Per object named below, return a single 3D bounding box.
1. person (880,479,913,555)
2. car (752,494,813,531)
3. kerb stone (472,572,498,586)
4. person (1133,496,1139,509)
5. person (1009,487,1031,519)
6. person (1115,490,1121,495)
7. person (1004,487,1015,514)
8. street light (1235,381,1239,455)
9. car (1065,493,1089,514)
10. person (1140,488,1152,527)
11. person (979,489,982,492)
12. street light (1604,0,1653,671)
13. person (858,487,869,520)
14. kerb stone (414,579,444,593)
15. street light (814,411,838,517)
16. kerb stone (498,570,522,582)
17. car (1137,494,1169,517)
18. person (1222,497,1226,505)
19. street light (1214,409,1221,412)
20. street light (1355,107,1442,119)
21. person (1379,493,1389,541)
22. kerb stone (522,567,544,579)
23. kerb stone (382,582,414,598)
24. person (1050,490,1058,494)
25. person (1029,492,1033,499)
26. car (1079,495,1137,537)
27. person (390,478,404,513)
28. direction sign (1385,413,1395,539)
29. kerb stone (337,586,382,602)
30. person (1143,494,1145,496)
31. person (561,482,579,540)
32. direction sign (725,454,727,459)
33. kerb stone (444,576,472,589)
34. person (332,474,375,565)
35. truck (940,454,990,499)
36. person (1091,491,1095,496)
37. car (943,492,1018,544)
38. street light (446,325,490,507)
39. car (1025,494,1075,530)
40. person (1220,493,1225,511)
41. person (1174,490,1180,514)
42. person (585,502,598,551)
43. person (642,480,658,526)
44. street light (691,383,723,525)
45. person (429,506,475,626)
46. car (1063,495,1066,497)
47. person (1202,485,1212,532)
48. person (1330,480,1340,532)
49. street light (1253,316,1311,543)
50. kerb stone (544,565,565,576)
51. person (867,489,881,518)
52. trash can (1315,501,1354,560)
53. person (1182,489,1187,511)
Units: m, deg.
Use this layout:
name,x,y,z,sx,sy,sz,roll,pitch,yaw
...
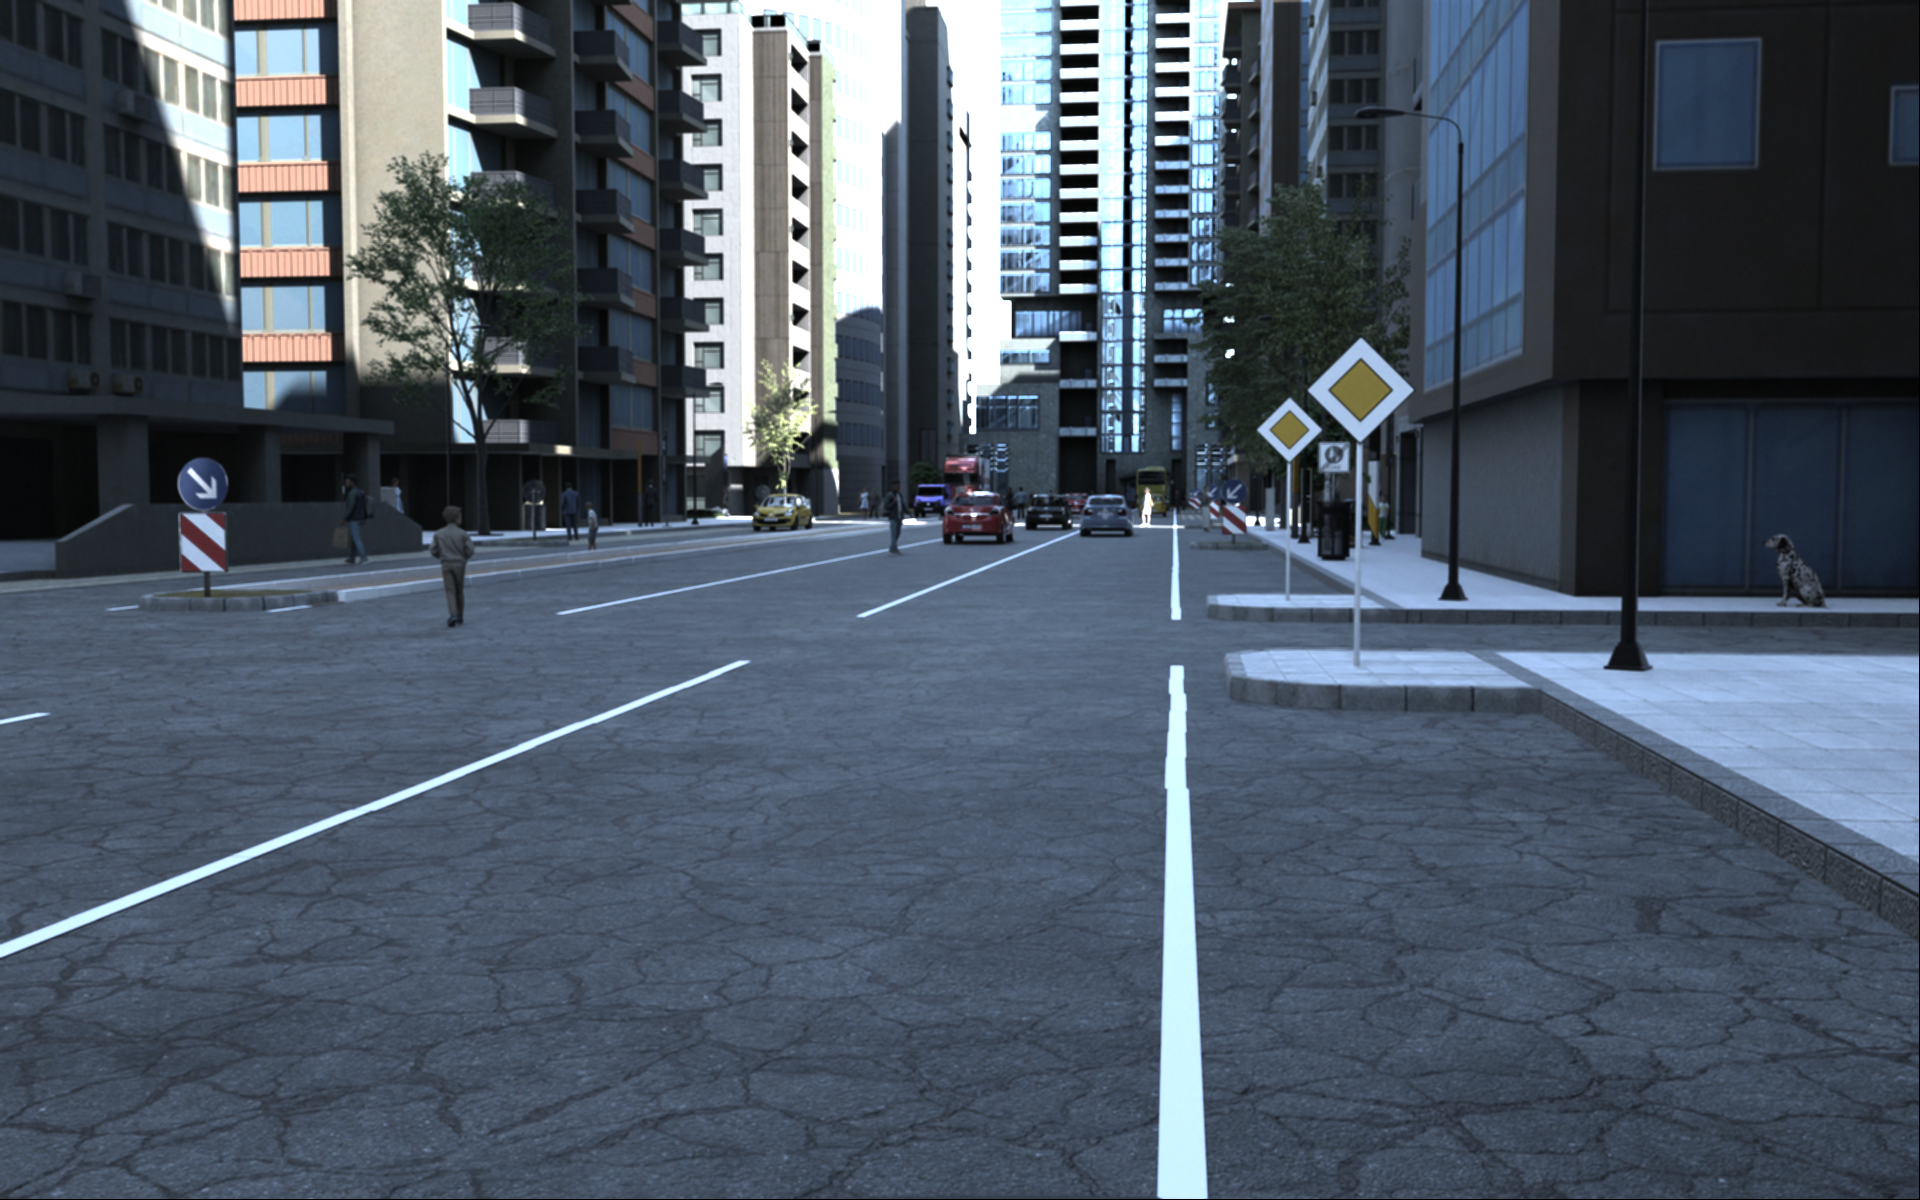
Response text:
name,x,y,z,sx,sy,sz,roll,pitch,yaw
person,-1.511,-1.938,40.528,0.721,1.781,0.623,2,4,25
car,-6.983,-3.543,68.158,2.015,1.641,3.980,0,4,7
kerb stone,-7.614,-0.318,27.455,0.120,0.150,1.000,0,4,7
person,17.272,-9.624,165.813,1.348,1.831,0.705,0,4,-7
person,3.518,-5.593,99.928,1.348,1.826,0.705,0,4,-4
person,14.351,-9.084,156.960,1.348,1.831,0.705,-2,4,-26
person,2.926,-5.732,102.244,0.705,1.821,1.348,-2,4,-30
street light,11.570,-5.984,70.373,1.470,5.913,1.316,0,4,7
car,7.053,-5.803,103.924,2.155,1.783,4.494,0,4,8
person,8.231,-4.088,76.346,0.522,1.701,0.512,1,4,20
person,1.372,-6.140,109.598,1.217,1.736,0.721,-2,4,-34
street light,4.372,-2.451,12.615,1.470,5.913,1.316,0,4,7
person,-5.343,-5.340,95.910,0.616,1.811,0.778,0,4,3
kerb stone,-7.875,-0.197,25.418,0.120,0.150,1.000,0,4,7
street light,-7.486,-7.589,96.628,1.470,5.913,1.316,0,4,7
kerb stone,-7.495,-0.384,28.470,0.120,0.150,1.000,0,4,7
car,12.306,-6.127,110.397,2.015,1.641,3.980,0,4,6
person,17.770,-6.619,114.781,0.721,1.766,1.217,-2,4,-32
street light,14.614,-7.498,95.128,1.470,5.913,1.316,0,4,7
street light,5.446,-2.958,20.906,1.470,5.913,1.316,0,4,7
person,11.691,-2.296,47.828,0.306,1.304,0.590,1,4,16
kerb stone,-7.364,-0.446,29.493,0.120,0.150,1.000,0,4,7
kerb stone,-8.000,-0.131,24.404,0.120,0.150,1.000,0,4,7
person,6.636,-6.958,123.071,0.742,1.727,0.445,1,4,22
person,6.667,-9.287,161.808,0.415,1.643,0.593,1,4,14
car,5.080,-2.922,59.769,2.014,1.417,4.499,0,4,7
person,-18.432,-3.073,56.381,0.778,1.811,0.616,1,4,23
direction sign,12.179,-3.494,49.118,0.379,3.537,0.876,0,4,3
kerb stone,-8.121,-0.073,23.388,0.120,0.150,1.000,0,4,7
person,13.506,-6.923,124.917,0.697,1.427,0.421,1,4,23
person,-11.971,-2.728,53.286,0.419,1.800,0.721,3,5,44
direction sign,-13.492,-6.462,97.647,0.876,3.537,0.379,-3,5,-39
kerb stone,-7.750,-0.260,26.441,0.120,0.150,1.000,0,4,7
person,-12.139,-1.599,34.624,0.713,1.824,0.794,1,4,17
truck,0.470,-8.202,123.010,2.839,4.237,11.283,0,4,6
person,12.776,-9.702,167.583,0.568,1.767,0.683,-2,4,-27
car,0.585,-2.581,51.232,2.155,1.783,4.494,0,4,7
street light,-13.554,-4.594,47.653,1.470,5.913,1.316,0,4,7
car,3.650,-3.720,70.613,2.009,1.686,4.222,0,4,7
person,20.509,-7.815,134.601,1.217,1.735,0.721,-1,4,-16
person,15.703,-7.073,125.059,0.530,1.710,0.541,1,4,23
person,-8.742,-1.704,41.045,0.352,1.250,0.332,2,4,28
person,-12.325,-3.848,68.742,0.659,1.850,0.755,-1,4,-18
street light,-10.560,-6.103,72.317,1.470,5.913,1.316,0,4,7
person,-5.529,-0.372,18.848,0.475,1.303,0.640,-1,4,-22
car,9.216,-8.632,153.493,2.083,1.381,4.827,0,4,7
person,9.409,-3.476,65.884,0.362,1.759,0.519,1,4,19
person,12.688,-3.211,58.969,0.534,1.772,0.576,1,4,10
street light,8.461,-4.444,45.200,1.470,5.913,1.316,0,4,7
kerb stone,-7.237,-0.505,30.508,0.120,0.150,1.000,0,4,7
person,-5.113,-5.715,102.497,0.990,1.755,0.434,1,4,12
trash can,7.271,-1.347,33.678,0.748,1.137,0.748,0,3,0
person,18.963,-8.437,146.458,0.705,1.822,1.348,0,4,-7
